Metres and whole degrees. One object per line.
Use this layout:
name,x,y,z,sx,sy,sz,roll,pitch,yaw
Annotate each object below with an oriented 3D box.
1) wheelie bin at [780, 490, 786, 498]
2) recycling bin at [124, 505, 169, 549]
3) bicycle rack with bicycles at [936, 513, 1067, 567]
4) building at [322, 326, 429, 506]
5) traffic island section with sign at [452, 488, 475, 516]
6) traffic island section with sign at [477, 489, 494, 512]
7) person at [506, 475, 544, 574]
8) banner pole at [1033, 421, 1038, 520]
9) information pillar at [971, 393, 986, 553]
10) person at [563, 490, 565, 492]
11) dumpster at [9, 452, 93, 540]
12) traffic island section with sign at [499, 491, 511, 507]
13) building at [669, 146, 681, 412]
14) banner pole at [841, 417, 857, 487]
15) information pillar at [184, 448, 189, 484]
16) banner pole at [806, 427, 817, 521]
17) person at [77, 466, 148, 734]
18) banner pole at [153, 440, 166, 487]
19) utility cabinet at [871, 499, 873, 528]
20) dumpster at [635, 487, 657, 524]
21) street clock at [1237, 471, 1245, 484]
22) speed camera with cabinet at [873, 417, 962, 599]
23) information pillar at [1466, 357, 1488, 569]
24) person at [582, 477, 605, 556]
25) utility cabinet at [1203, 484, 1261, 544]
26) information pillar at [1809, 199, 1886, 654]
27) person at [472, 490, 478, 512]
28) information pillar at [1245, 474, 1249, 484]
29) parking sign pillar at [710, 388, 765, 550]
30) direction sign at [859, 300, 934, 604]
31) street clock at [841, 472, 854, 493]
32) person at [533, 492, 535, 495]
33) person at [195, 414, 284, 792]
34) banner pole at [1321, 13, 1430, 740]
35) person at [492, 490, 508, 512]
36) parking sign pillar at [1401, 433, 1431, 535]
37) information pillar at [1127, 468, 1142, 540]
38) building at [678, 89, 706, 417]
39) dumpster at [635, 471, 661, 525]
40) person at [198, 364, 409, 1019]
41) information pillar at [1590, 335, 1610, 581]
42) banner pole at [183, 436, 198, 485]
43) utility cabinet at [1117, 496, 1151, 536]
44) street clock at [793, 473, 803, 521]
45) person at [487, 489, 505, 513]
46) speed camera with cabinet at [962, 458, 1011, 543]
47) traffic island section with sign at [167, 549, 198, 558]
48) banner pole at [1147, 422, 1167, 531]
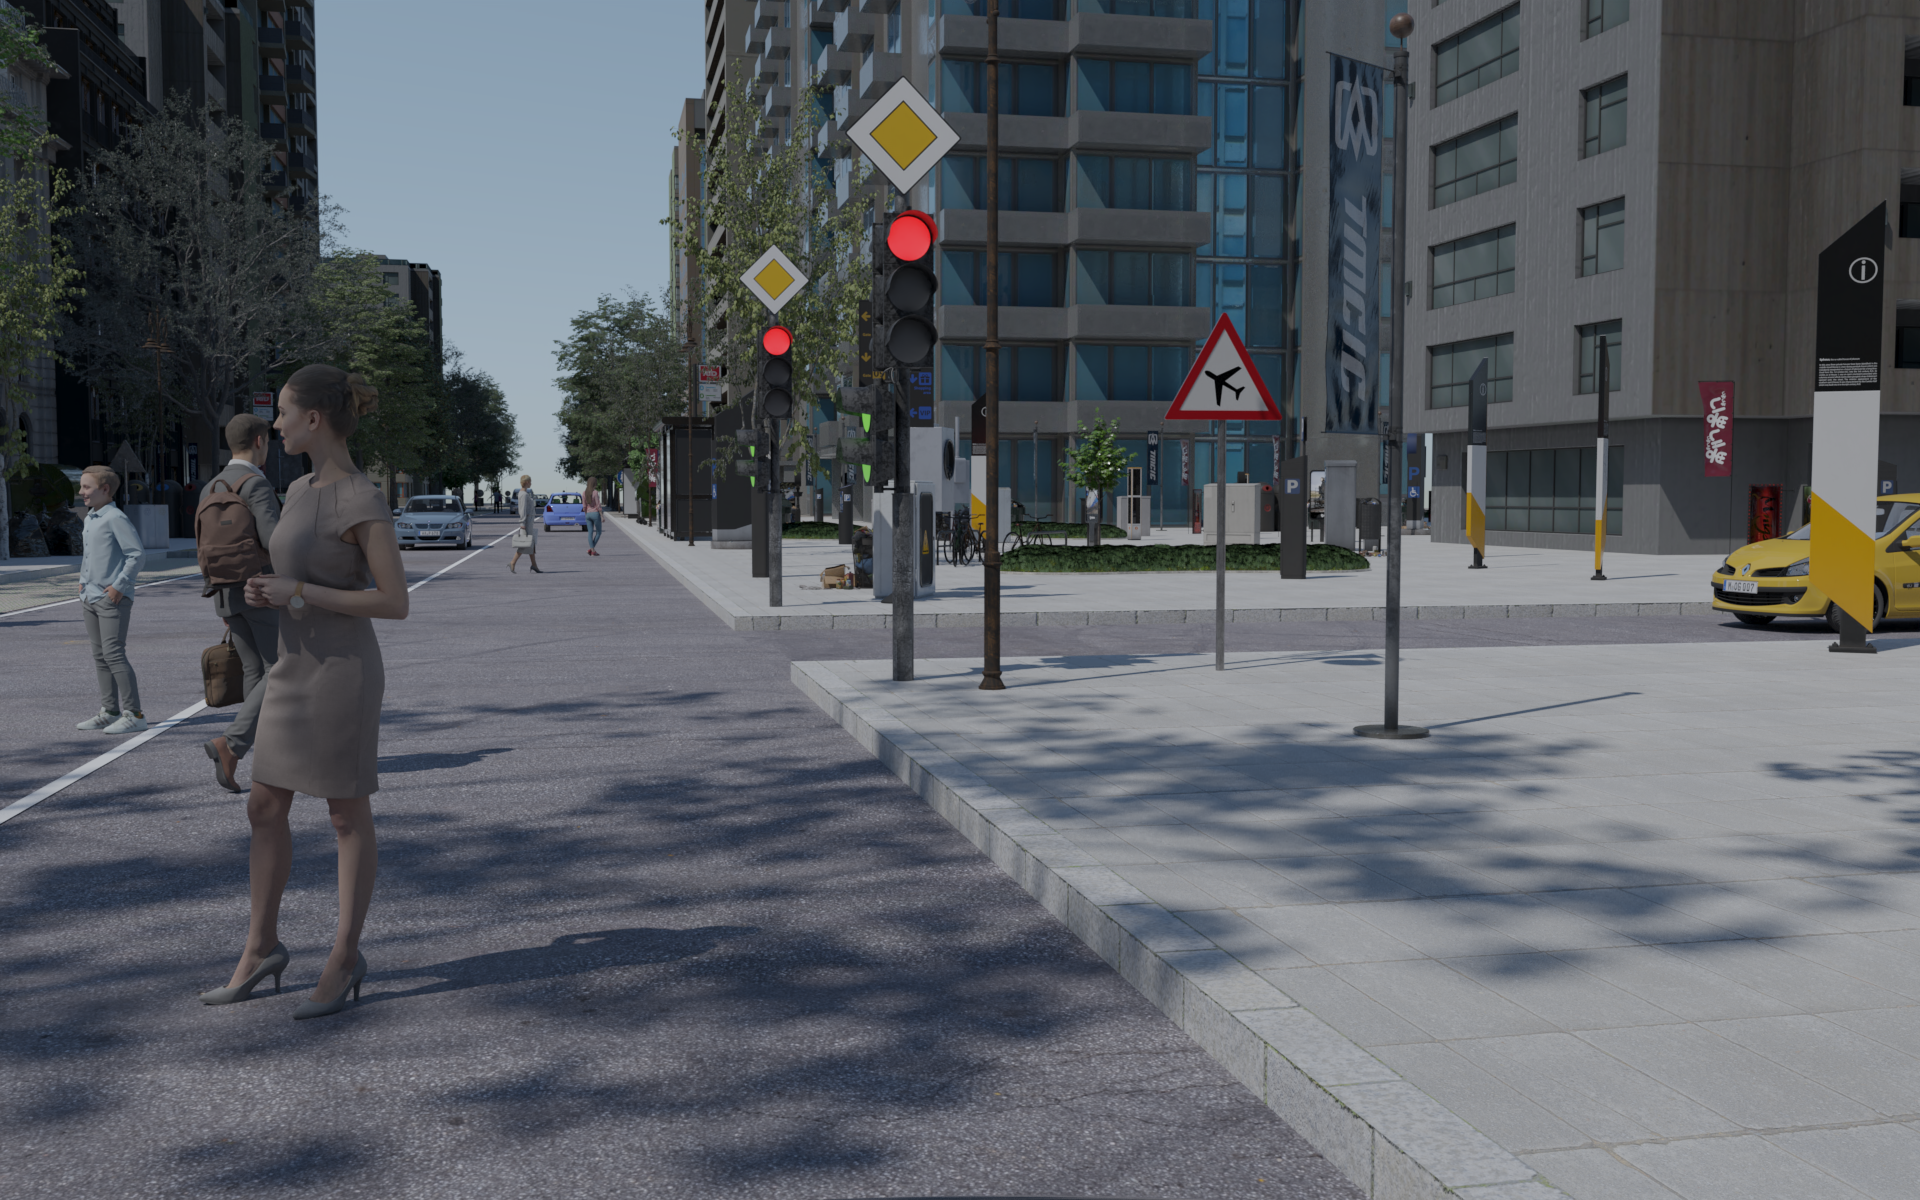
wheelie bin,-8.345,-4.397,79.803,0.693,1.594,0.980,-1,4,-11
recycling bin,-19.102,-1.719,40.664,0.722,1.027,0.722,2,4,34
bicycle rack with bicycles,0.587,-1.101,31.391,2.852,0.926,2.925,2,4,27
building,-74.048,-21.102,190.052,27.650,21.520,28.899,-1,4,-12
traffic island section with sign,-33.427,-6.526,115.330,1.989,1.847,2.006,-1,4,-12
traffic island section with sign,-39.194,-8.137,141.664,1.989,1.847,2.006,-1,4,-12
person,-7.879,-1.373,31.308,0.624,1.780,0.694,0,4,-5
banner pole,2.562,-4.217,58.960,0.401,3.779,0.863,1,4,11
information pillar,0.500,-2.833,37.668,0.504,3.616,0.183,0,4,5
person,-33.886,-8.482,147.710,0.750,1.759,0.617,-3,5,-44
dumpster,-21.112,-2.308,40.230,1.502,2.255,1.985,-1,4,-12
traffic island section with sign,-50.984,-11.436,195.608,1.989,1.847,2.006,-1,4,-12
building,-27.296,-32.041,207.469,14.154,41.232,14.086,-1,4,-12
banner pole,-3.622,-4.047,56.191,0.401,3.779,0.863,3,4,38
information pillar,-36.773,-5.570,82.418,0.504,3.616,0.183,3,5,42
banner pole,-5.526,-4.572,64.761,0.401,3.779,0.863,2,4,33
person,-5.193,-0.013,10.528,0.330,1.601,0.589,-3,5,-44
banner pole,-33.656,-5.064,72.808,0.863,3.779,0.401,1,4,22
utility cabinet,-1.257,-1.008,27.647,0.306,1.237,1.020,0,4,-5
dumpster,-13.515,-4.268,75.536,1.264,1.857,1.865,-1,4,-12
street clock,9.002,-3.114,55.479,0.358,2.002,0.471,0,4,4
speed camera with cabinet,-0.562,-1.696,22.059,0.660,3.252,2.038,1,4,13
information pillar,8.846,-2.340,29.617,0.504,3.616,0.183,-3,5,-43
person,-8.462,-1.930,40.064,0.555,1.821,0.388,1,4,16
utility cabinet,5.726,-1.703,36.518,1.173,1.500,0.318,2,4,35
information pillar,7.162,-1.383,13.970,0.504,3.616,0.183,2,4,24
person,-39.192,-7.996,139.924,0.721,1.739,1.217,-2,4,-31
information pillar,10.376,-3.590,63.194,0.304,2.012,0.304,1,4,16
parking sign pillar,-5.139,-3.190,40.624,1.447,3.967,1.447,-2,4,-23
direction sign,-0.743,-1.731,20.300,0.876,3.537,0.379,0,4,-5
street clock,-3.733,-3.269,58.018,0.471,2.002,0.358,2,4,32
person,-54.246,-12.900,220.136,1.217,1.743,0.721,-1,4,-15
person,-3.548,-0.009,8.610,0.622,1.834,0.822,1,4,22
banner pole,2.130,-1.159,8.971,0.863,3.779,0.401,-3,5,-42
person,-36.911,-7.935,138.926,1.217,1.739,0.721,-1,4,-9
parking sign pillar,14.340,-4.035,54.451,1.447,3.967,1.447,1,4,20
information pillar,4.842,-2.665,48.059,0.304,2.012,0.304,-1,4,-17
building,-23.917,-33.240,193.584,14.600,45.320,14.200,-1,4,-12
dumpster,-12.682,-4.239,71.800,1.502,2.255,1.985,-1,4,-12
person,-1.807,0.249,4.768,0.599,1.781,0.374,3,4,37
information pillar,9.573,-2.107,25.811,0.183,3.616,0.504,2,4,29
banner pole,-33.024,-5.158,74.347,0.863,3.779,0.401,1,4,16
utility cabinet,5.265,-2.530,52.534,1.020,1.237,0.306,-2,4,-25
street clock,-5.445,-3.280,58.204,0.358,2.002,0.471,0,4,-5
person,-34.415,-7.340,128.495,1.348,1.826,0.705,-2,4,-31
speed camera with cabinet,0.366,-3.098,44.983,2.038,3.252,0.660,-3,4,-37
traffic island section with sign,-16.852,-1.891,39.539,1.989,1.847,2.006,-1,4,-12
banner pole,6.824,-4.290,60.151,0.863,3.779,0.401,-2,4,-30
